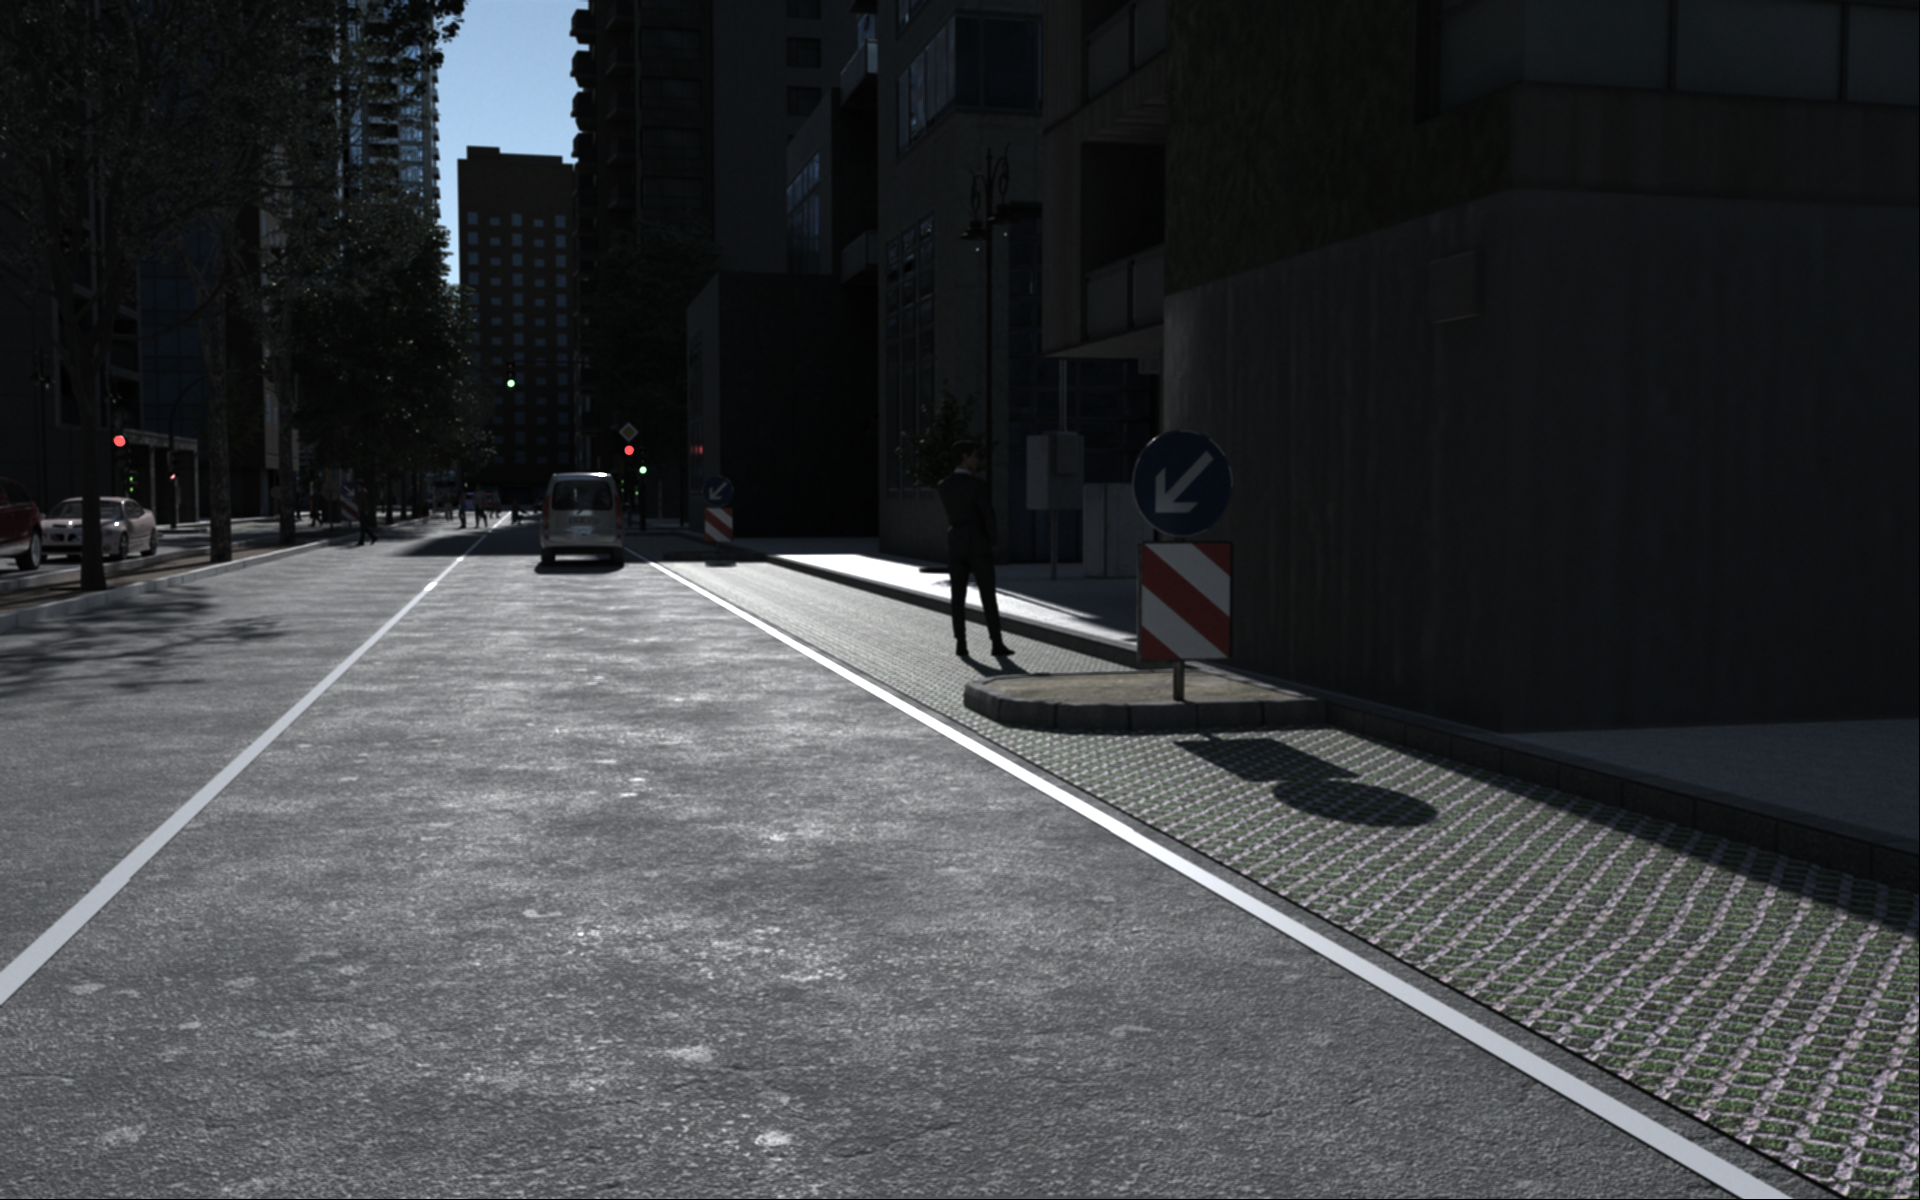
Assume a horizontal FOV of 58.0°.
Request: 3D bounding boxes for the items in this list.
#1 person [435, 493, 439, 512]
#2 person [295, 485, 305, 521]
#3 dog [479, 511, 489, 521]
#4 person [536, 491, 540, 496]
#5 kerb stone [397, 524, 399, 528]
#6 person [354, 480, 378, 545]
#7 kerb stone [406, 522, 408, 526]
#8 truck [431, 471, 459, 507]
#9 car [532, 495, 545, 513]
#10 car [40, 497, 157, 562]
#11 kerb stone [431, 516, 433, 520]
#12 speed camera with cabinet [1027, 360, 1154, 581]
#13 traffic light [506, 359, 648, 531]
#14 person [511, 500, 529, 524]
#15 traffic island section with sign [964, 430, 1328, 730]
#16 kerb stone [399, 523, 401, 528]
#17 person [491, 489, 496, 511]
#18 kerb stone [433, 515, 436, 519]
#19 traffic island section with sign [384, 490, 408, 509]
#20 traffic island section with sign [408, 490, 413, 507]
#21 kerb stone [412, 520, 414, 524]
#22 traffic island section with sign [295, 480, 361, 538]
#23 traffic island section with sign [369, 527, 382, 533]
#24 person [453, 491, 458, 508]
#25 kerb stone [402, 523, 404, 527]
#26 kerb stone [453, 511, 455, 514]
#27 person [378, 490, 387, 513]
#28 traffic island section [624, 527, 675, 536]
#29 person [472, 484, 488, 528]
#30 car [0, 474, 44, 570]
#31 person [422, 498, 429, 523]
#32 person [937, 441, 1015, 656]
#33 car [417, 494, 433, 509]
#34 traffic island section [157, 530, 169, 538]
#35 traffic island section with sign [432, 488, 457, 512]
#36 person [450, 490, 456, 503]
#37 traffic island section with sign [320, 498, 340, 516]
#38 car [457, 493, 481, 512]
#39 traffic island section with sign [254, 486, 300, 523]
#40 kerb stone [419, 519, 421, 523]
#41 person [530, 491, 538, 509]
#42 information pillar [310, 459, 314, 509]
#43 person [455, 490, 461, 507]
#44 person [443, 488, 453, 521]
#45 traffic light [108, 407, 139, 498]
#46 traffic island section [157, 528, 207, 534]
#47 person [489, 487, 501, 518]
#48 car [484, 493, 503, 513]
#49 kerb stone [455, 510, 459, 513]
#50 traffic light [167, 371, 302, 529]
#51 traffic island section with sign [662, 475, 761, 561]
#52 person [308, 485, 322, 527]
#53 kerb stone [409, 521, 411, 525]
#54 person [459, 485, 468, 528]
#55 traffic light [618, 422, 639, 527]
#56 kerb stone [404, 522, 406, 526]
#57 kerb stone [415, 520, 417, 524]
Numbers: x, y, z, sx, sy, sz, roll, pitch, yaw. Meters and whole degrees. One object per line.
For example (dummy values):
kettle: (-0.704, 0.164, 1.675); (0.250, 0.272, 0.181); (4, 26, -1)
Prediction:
person: (-40.553, -7.517, 133.991); (0.523, 1.515, 0.503); (-1, 4, -13)
person: (-35.224, -5.175, 92.472); (0.474, 1.900, 0.648); (-1, 4, -9)
dog: (-25.824, -4.555, 93.768); (0.406, 0.507, 0.540); (1, 4, 10)
person: (-51.979, -12.486, 212.660); (1.348, 1.822, 0.705); (-2, 4, -24)
kerb stone: (-23.346, -3.011, 71.421); (0.120, 0.150, 1.000); (-1, 4, -14)
person: (-16.743, -2.463, 48.673); (0.656, 1.842, 0.836); (2, 4, 33)
kerb stone: (-24.582, -3.316, 76.412); (0.120, 0.150, 1.000); (-1, 4, -14)
truck: (-60.153, -13.028, 202.761); (2.967, 4.110, 18.799); (-1, 4, -16)
car: (-31.053, -7.164, 129.714); (1.945, 1.354, 3.894); (-1, 4, -14)
car: (-19.091, -1.583, 38.240); (2.083, 1.381, 4.827); (-1, 4, -13)
kerb stone: (-29.533, -4.536, 96.352); (0.120, 0.150, 1.000); (-1, 4, -14)
speed camera with cabinet: (1.979, -1.946, 26.149); (2.038, 3.252, 0.660); (-2, 4, -34)
traffic light: (-13.006, -5.167, 59.149); (4.771, 5.953, 1.251); (-1, 4, -14)
person: (-20.993, -4.185, 82.424); (1.012, 1.151, 0.738); (-3, 5, -39)
traffic island section with sign: (1.092, -0.171, 11.422); (1.989, 1.847, 2.006); (-1, 4, -14)
kerb stone: (-23.586, -3.070, 72.415); (0.120, 0.150, 1.000); (-1, 4, -14)
person: (-38.465, -8.212, 142.852); (1.350, 1.814, 0.705); (2, 4, 35)
kerb stone: (-30.283, -4.718, 99.342); (0.120, 0.150, 1.000); (-1, 4, -14)
traffic island section with sign: (-53.166, -9.414, 162.544); (1.989, 1.847, 2.006); (-1, 4, -14)
traffic island section with sign: (-59.677, -11.014, 188.704); (1.989, 1.847, 2.006); (-1, 4, -14)
kerb stone: (-25.574, -3.560, 80.394); (0.120, 0.150, 1.000); (-1, 4, -14)
traffic island section with sign: (-21.015, -3.030, 57.671); (2.006, 1.907, 1.989); (-1, 4, -14)
traffic island section with sign: (-22.792, -3.470, 64.863); (2.006, 1.907, 1.989); (-1, 4, -14)
person: (-53.708, -10.720, 184.478); (1.217, 1.736, 0.721); (1, 4, 17)
kerb stone: (-24.087, -3.191, 74.414); (0.120, 0.150, 1.000); (-1, 4, -14)
kerb stone: (-36.463, -6.239, 124.239); (0.120, 0.150, 1.000); (-1, 4, -14)
person: (-43.249, -7.385, 129.637); (0.661, 1.777, 0.834); (0, 4, 4)
traffic island section: (-10.955, -2.302, 59.914); (2.009, 0.180, 2.903); (-1, 4, -14)
person: (-20.510, -4.015, 73.995); (0.661, 1.843, 0.795); (0, 4, 7)
car: (-18.055, -1.364, 30.974); (2.281, 1.827, 5.304); (-1, 4, -13)
person: (-26.207, -4.387, 84.901); (0.362, 1.253, 0.373); (0, 4, 4)
person: (0.121, -0.460, 15.381); (0.648, 1.900, 0.474); (2, 4, 30)
car: (-50.048, -9.313, 162.059); (2.009, 1.686, 4.222); (-1, 4, -14)
traffic island section: (-27.011, -2.059, 55.944); (2.009, 0.180, 2.903); (-1, 4, -14)
traffic island section with sign: (-40.920, -7.930, 137.790); (2.006, 1.907, 1.989); (-1, 4, -14)
person: (-50.154, -9.908, 170.505); (1.348, 1.823, 0.705); (2, 4, 33)
traffic island section with sign: (-41.155, -6.456, 114.176); (1.989, 1.847, 2.006); (-1, 4, -14)
car: (-34.628, -6.920, 122.728); (1.945, 1.707, 3.694); (-1, 4, -15)
traffic island section with sign: (-34.597, -4.840, 87.766); (1.989, 1.847, 2.006); (-1, 4, -14)
kerb stone: (-26.817, -3.865, 85.388); (0.120, 0.150, 1.000); (-1, 4, -14)
person: (-40.050, -9.434, 163.306); (0.990, 1.755, 0.434); (-1, 4, -16)
information pillar: (-43.625, -7.660, 116.602); (0.183, 3.616, 0.504); (0, 4, -2)
person: (-42.496, -8.410, 146.682); (0.721, 1.739, 1.217); (-2, 4, -35)
person: (-27.198, -5.078, 92.069); (0.519, 1.759, 0.362); (-3, 4, -36)
traffic light: (-26.970, -4.092, 55.820); (0.839, 4.253, 0.868); (-1, 4, -14)
traffic island section: (-28.937, -2.533, 63.695); (2.009, 0.180, 2.903); (-1, 4, -14)
person: (-27.725, -5.800, 103.195); (0.748, 1.841, 0.638); (-2, 4, -25)
car: (-36.105, -7.566, 132.745); (2.155, 1.783, 4.494); (-1, 4, -15)
kerb stone: (-38.684, -6.782, 133.188); (0.120, 0.150, 1.000); (-1, 4, -14)
traffic light: (-26.886, -5.470, 64.105); (4.771, 5.953, 1.251); (-1, 4, -14)
traffic island section with sign: (-5.461, -1.782, 37.770); (1.989, 1.847, 2.006); (-1, 4, -14)
person: (-28.225, -4.125, 75.910); (0.622, 1.834, 0.822); (3, 5, 40)
kerb stone: (-25.080, -3.438, 78.407); (0.120, 0.150, 1.000); (-1, 4, -14)
person: (-20.754, -3.902, 72.315); (0.388, 1.821, 0.555); (-1, 4, -21)
traffic light: (-12.922, -4.809, 67.540); (0.839, 4.253, 0.868); (-1, 4, -14)
kerb stone: (-24.335, -3.252, 75.413); (0.120, 0.150, 1.000); (-1, 4, -14)
kerb stone: (-26.072, -3.682, 82.401); (0.120, 0.150, 1.000); (-1, 4, -14)
